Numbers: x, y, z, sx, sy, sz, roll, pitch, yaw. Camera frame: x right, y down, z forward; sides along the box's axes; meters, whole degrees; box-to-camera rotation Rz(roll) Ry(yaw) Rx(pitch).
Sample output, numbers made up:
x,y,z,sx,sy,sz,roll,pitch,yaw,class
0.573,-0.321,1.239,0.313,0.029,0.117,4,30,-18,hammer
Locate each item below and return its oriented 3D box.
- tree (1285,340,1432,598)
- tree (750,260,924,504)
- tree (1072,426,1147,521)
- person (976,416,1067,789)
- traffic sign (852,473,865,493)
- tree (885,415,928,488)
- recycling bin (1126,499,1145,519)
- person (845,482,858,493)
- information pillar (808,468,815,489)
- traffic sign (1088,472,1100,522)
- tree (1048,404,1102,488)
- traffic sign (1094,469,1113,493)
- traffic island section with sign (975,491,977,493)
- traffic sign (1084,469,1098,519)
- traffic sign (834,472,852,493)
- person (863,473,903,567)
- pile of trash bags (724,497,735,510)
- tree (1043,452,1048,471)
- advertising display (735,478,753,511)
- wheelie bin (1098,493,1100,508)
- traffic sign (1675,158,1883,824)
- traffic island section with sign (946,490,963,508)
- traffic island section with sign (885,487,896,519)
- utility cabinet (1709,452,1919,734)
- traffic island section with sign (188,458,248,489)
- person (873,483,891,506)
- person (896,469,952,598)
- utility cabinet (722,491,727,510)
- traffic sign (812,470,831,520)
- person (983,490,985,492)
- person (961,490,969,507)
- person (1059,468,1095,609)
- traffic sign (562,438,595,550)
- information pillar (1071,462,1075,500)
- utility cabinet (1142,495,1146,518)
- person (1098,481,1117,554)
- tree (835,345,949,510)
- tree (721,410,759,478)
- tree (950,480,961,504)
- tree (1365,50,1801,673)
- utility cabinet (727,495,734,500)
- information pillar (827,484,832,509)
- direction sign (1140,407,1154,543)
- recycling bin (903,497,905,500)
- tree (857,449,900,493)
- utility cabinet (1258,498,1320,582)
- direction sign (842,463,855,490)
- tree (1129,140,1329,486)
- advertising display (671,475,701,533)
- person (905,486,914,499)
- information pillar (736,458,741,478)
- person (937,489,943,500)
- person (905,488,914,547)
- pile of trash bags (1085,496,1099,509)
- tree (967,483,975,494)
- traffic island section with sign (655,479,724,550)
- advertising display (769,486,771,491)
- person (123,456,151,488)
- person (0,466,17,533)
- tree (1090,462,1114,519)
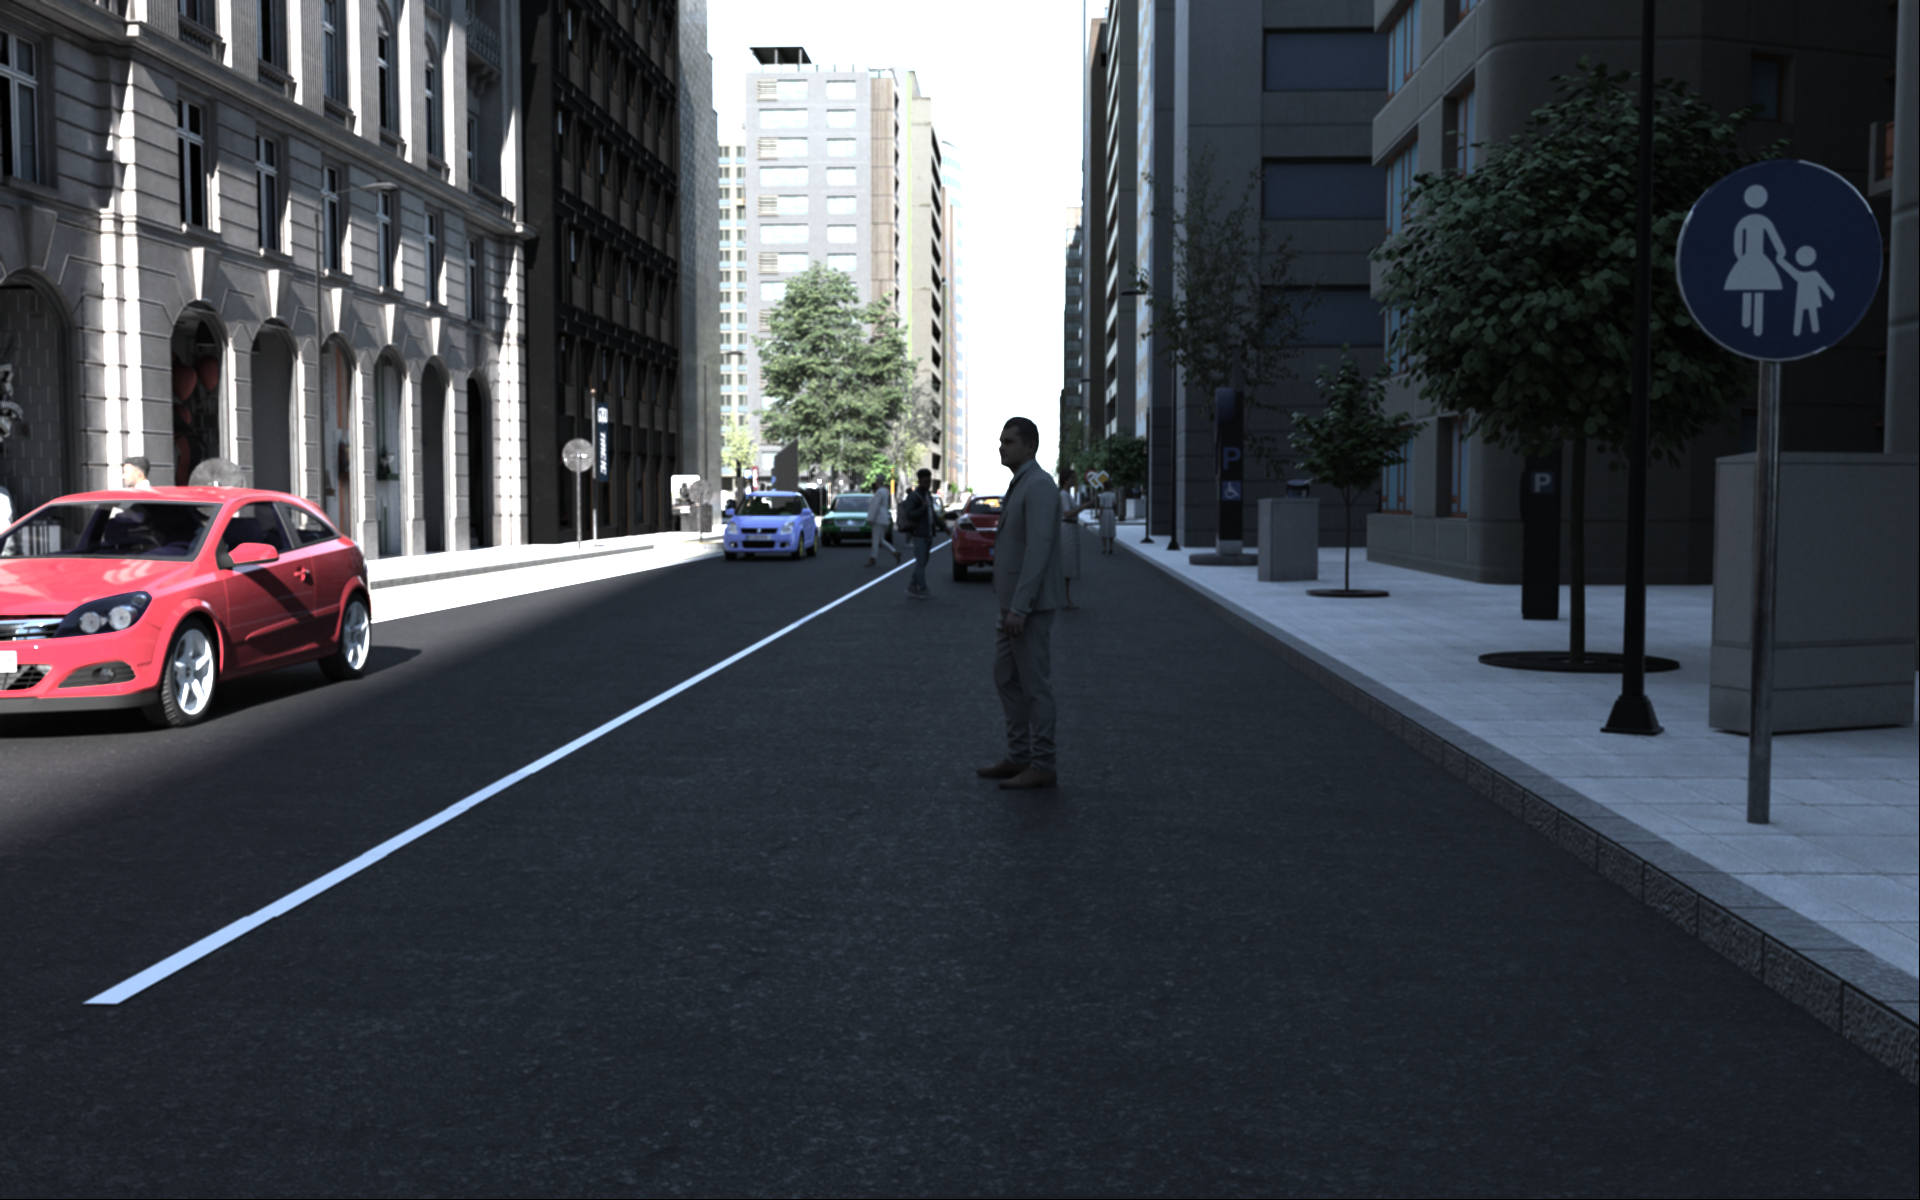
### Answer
x,y,z,sx,sy,sz,roll,pitch,yaw,class
4.867,-1.675,21.982,1.663,3.219,1.824,0,3,0,tree
-6.765,-11.464,94.097,9.857,13.997,8.962,0,3,0,tree
7.968,-6.133,83.983,4.285,4.588,4.351,0,3,0,tree
0.330,0.005,8.511,0.391,1.810,0.635,-1,4,-11,person
-5.997,-6.245,102.207,0.768,2.556,0.104,0,4,5,traffic sign
-4.611,-12.318,151.753,4.737,8.622,4.395,0,3,0,tree
9.119,-4.738,90.016,0.722,1.027,0.722,-2,4,-33,recycling bin
-3.683,-3.127,59.498,0.514,1.842,0.818,-2,4,-23,person
-12.494,-9.508,146.815,0.504,3.616,0.183,-2,4,-25,information pillar
6.156,-4.564,78.260,0.795,2.450,0.064,0,4,2,traffic sign
9.837,-11.671,141.177,4.737,8.622,4.395,0,3,0,tree
5.807,-4.076,70.282,0.795,2.450,0.064,0,4,2,traffic sign
3.794,-17.100,288.206,1.989,1.847,2.006,0,4,2,traffic island section with sign
6.698,-5.376,88.003,0.768,2.556,0.104,0,4,4,traffic sign
-5.326,-4.596,78.780,0.795,2.450,0.064,0,4,2,traffic sign
-1.524,-1.583,34.265,0.818,1.842,0.514,-1,4,-10,person
-11.494,-5.266,95.846,3.447,1.369,1.912,0,4,4,pile of trash bags
13.500,-17.569,237.614,4.737,8.622,4.395,0,3,0,tree
-8.589,-3.896,68.905,0.974,1.923,0.123,3,5,42,advertising display
9.844,-6.772,118.634,0.693,1.594,0.980,2,4,30,wheelie bin
3.119,-0.403,6.689,0.768,2.556,0.104,0,4,3,traffic sign
-1.026,-10.355,177.924,1.989,1.847,2.006,0,4,2,traffic island section with sign
-4.369,-5.672,101.369,1.989,1.847,2.006,0,4,2,traffic island section with sign
4.649,-0.046,9.425,1.173,1.500,0.318,-1,4,-21,utility cabinet
-8.012,-0.582,18.149,1.989,1.847,2.006,0,4,2,traffic island section with sign
-2.556,-2.885,55.851,0.592,1.802,0.473,3,5,44,person
-0.521,-0.921,23.910,0.721,1.781,0.623,1,4,15,person
-15.346,-6.332,112.202,0.318,1.500,1.173,-1,4,-19,utility cabinet
-5.675,-4.108,70.803,0.795,2.450,0.064,0,4,2,traffic sign
2.449,-10.447,179.322,0.705,1.822,1.348,2,4,29,person
0.360,-6.204,110.771,0.563,1.720,0.643,0,4,7,person
1.441,-0.773,21.710,0.524,1.755,0.480,0,4,6,person
-8.735,-2.420,39.668,0.768,2.556,0.104,0,4,3,traffic sign
8.159,-8.189,125.251,0.183,3.616,0.504,-2,4,-24,information pillar
10.372,-5.064,93.963,1.020,1.237,0.306,0,4,-6,utility cabinet
3.536,-2.002,41.796,0.480,1.755,0.524,-1,4,-22,person
-5.479,-13.976,138.880,12.009,13.543,11.850,0,3,0,tree
-19.258,-12.250,150.646,4.737,8.622,4.395,0,3,0,tree
-0.935,-14.463,231.064,1.663,3.219,1.824,0,3,0,tree
4.753,-1.789,12.967,4.285,4.588,4.351,0,3,0,tree
-17.032,-7.053,126.476,1.020,1.237,0.306,-1,4,-10,utility cabinet
-9.042,-7.111,120.760,0.304,2.012,0.304,-2,4,-34,information pillar
4.922,-3.269,45.448,0.379,3.537,0.876,0,4,7,direction sign
-4.615,-8.608,153.293,0.722,1.027,0.722,-2,4,-31,recycling bin
-5.854,-8.191,117.633,4.285,4.588,4.351,0,3,0,tree
4.853,-0.884,25.623,1.020,1.237,0.306,-3,4,-37,utility cabinet
-6.542,-6.772,102.712,0.876,3.537,0.379,-1,4,-12,direction sign
5.497,-5.248,36.170,4.360,8.622,3.978,0,3,0,tree
-9.043,-3.177,57.151,0.974,1.923,0.123,0,4,-4,advertising display
-2.541,-4.949,89.264,0.661,1.843,0.795,-2,4,-31,person
-14.544,-7.493,113.860,0.183,3.616,0.504,1,4,21,information pillar
-1.703,-8.475,147.042,0.580,1.828,0.573,1,4,16,person
-1.378,-2.244,46.997,0.330,1.601,0.589,0,4,7,person
10.601,-8.498,148.694,1.912,1.369,3.447,-1,4,-21,pile of trash bags
1.740,-17.986,288.664,1.663,3.219,1.824,0,3,0,tree
-6.821,-2.245,45.329,1.989,1.847,2.006,0,4,2,traffic island section with sign
-15.085,-8.222,139.636,0.123,1.923,0.974,2,4,31,advertising display
-7.677,-0.465,16.369,0.850,1.792,0.678,-2,4,-27,person
-7.631,-0.274,13.459,0.515,1.767,0.782,1,4,12,person
7.421,-5.803,89.473,1.663,3.219,1.824,0,3,0,tree
